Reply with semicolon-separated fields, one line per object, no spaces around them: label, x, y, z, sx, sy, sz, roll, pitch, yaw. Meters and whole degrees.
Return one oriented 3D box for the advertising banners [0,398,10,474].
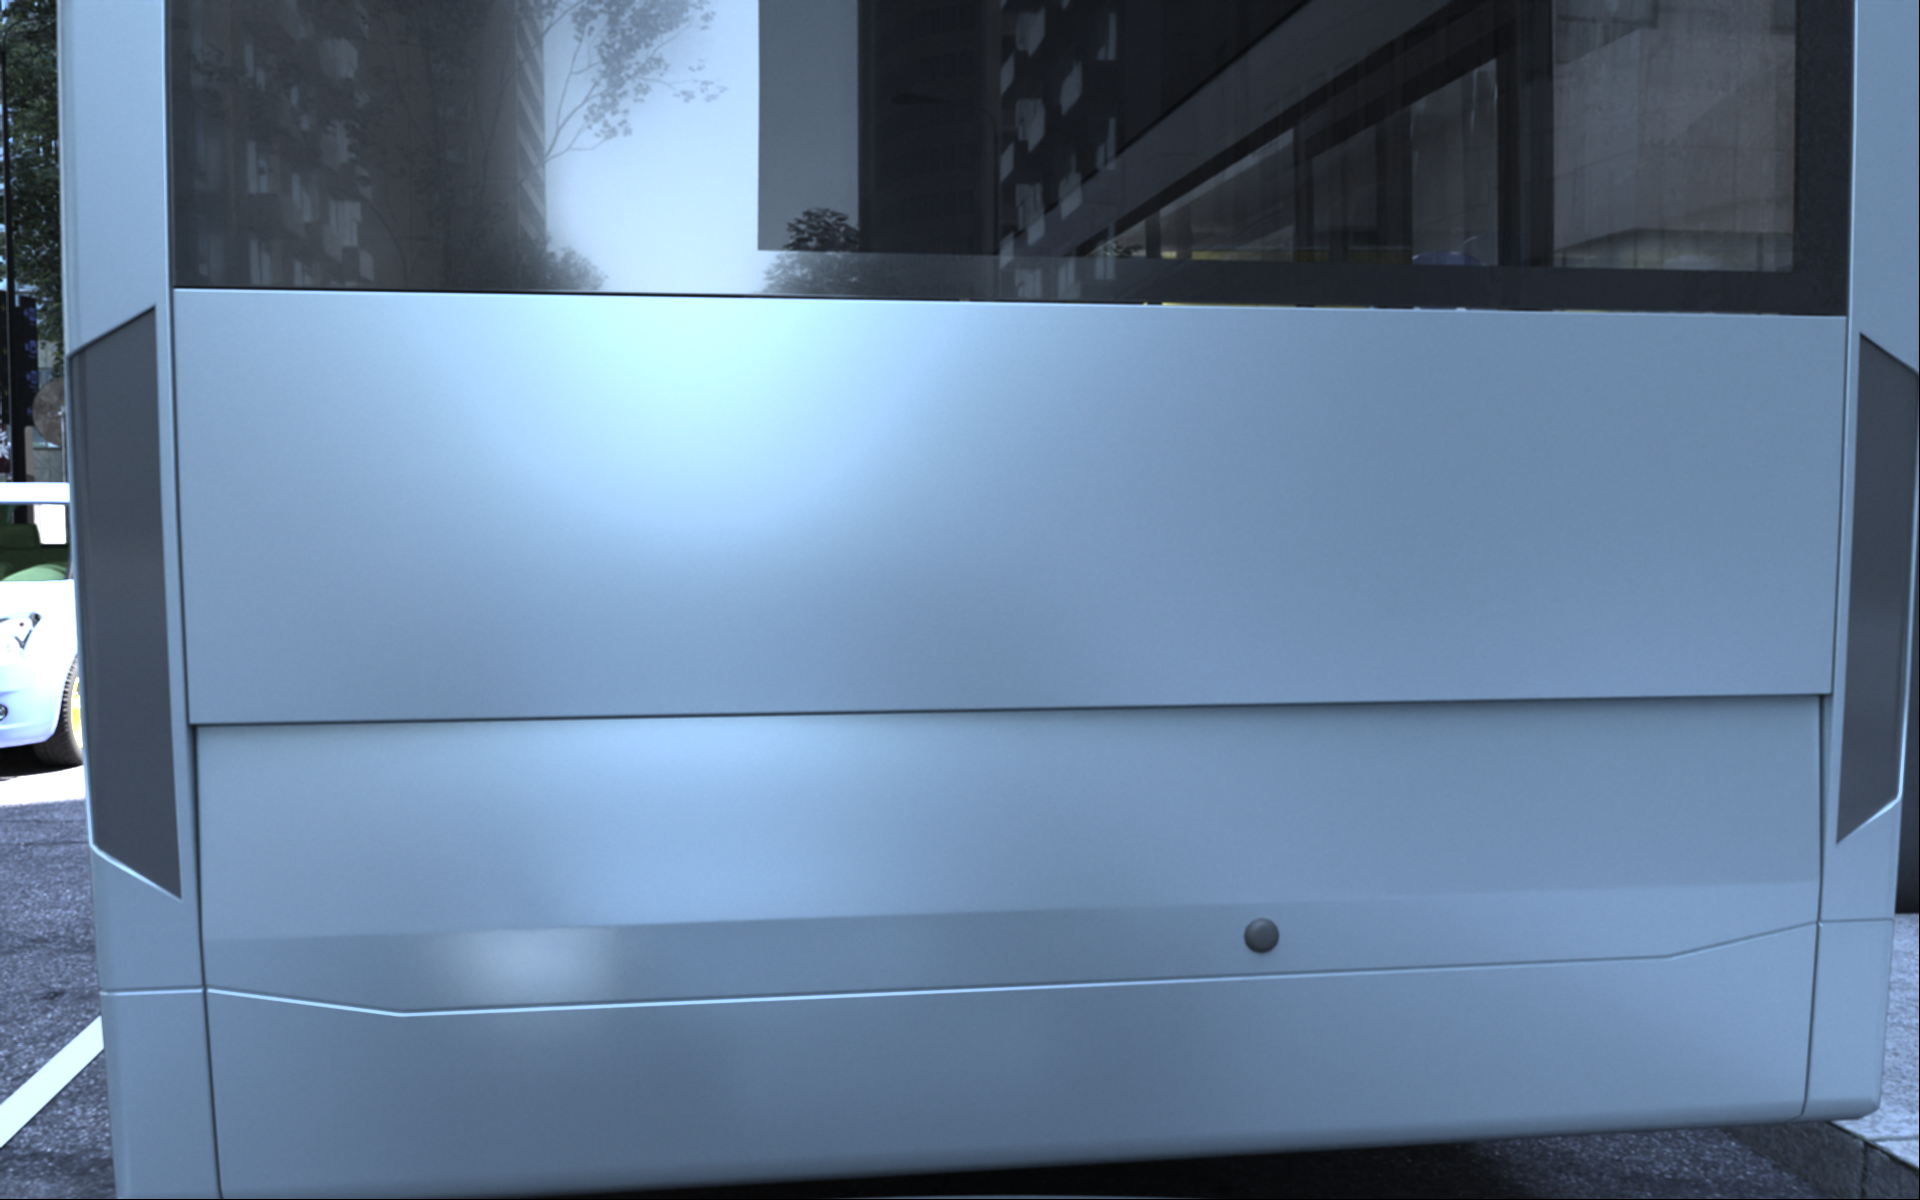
advertising banners;-12.598;-1.586;22.124;0.090;3.025;2.074;0;4;-2

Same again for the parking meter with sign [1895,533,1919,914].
parking meter with sign;2.986;-0.568;5.547;0.543;3.016;1.738;0;4;-2

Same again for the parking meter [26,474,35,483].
parking meter;-24.877;-2.477;46.212;0.399;1.863;0.255;-3;5;-41

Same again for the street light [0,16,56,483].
street light;-8.513;-2.695;16.605;1.470;5.913;1.316;-1;4;-9

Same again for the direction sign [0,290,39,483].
direction sign;-10.675;-1.695;19.709;0.379;3.537;0.876;0;4;-4

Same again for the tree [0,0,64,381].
tree;-12.386;-7.540;29.941;9.857;13.997;8.962;0;3;0

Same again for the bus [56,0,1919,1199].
bus;-0.838;-0.856;8.863;2.948;3.499;13.247;-1;4;-9

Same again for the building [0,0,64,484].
building;-37.358;-47.216;84.655;22.319;86.520;31.000;-1;4;-9

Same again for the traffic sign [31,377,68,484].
traffic sign;-9.732;-1.149;18.894;0.768;2.556;0.104;0;4;-2

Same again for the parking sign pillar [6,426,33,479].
parking sign pillar;-35.587;-4.715;65.569;1.447;3.967;1.447;0;4;-1

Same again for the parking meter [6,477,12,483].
parking meter;-31.453;-3.168;57.505;0.255;1.863;0.399;0;4;-6

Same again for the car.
car;-5.592;-0.032;10.109;1.945;1.707;3.694;-1;4;-8
